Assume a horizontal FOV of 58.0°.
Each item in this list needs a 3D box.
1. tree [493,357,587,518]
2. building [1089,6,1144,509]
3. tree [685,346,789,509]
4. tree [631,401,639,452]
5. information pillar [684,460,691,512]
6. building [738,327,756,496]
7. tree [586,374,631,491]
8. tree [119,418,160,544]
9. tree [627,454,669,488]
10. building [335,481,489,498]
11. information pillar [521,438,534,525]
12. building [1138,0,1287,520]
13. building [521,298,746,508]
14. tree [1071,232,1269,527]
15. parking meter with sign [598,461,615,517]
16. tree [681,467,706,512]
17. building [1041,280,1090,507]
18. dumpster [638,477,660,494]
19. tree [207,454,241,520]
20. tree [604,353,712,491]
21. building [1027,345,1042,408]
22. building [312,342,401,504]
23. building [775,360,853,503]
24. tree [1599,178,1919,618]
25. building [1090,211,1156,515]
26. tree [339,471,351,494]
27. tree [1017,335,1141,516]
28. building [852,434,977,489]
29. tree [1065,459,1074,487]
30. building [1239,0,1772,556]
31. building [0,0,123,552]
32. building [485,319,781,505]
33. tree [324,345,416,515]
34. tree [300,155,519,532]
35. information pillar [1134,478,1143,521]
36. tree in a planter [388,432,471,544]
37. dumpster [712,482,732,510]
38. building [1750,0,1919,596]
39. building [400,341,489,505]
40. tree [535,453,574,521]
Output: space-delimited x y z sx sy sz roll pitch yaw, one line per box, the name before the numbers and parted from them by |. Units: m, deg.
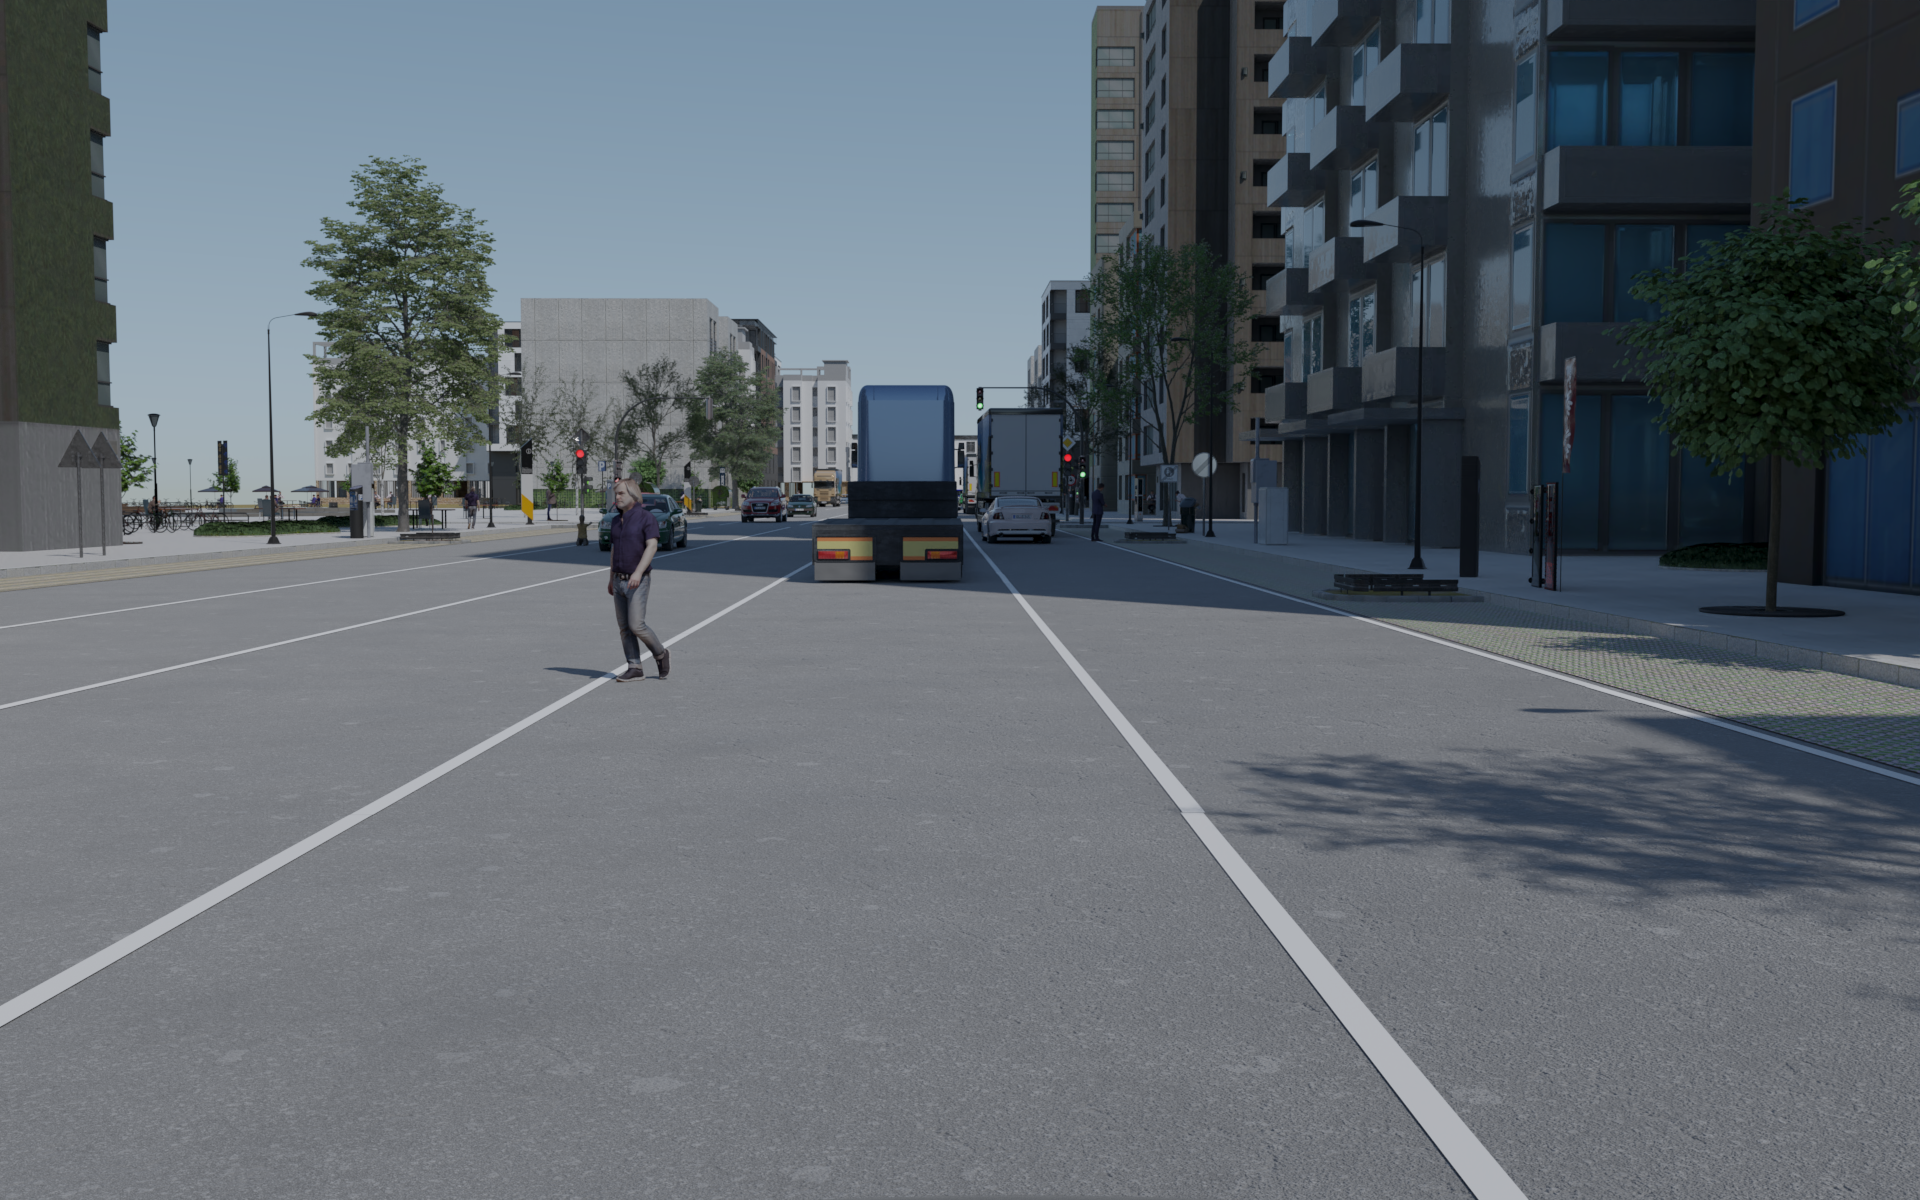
tree | -23.499 -8.793 94.122 4.360 8.622 3.978 0 3 0
building | 18.100 -28.490 149.408 14.154 41.232 14.086 0 4 -1
tree | -19.218 -14.756 147.921 9.857 13.997 8.962 0 3 0
tree | -24.719 -10.675 124.902 4.360 8.622 3.978 0 3 0
information pillar | -18.961 -7.907 120.627 0.504 3.616 0.183 1 4 9
building | -30.892 -20.646 193.979 16.016 20.091 11.380 0 4 -1
tree | -22.807 -9.390 103.884 4.360 8.622 3.978 0 3 0
tree | -21.462 -3.052 44.508 1.663 3.219 1.824 0 3 0
tree | -24.168 -9.181 133.820 4.285 4.588 4.351 0 3 0
building | -73.872 -18.673 247.454 28.070 9.664 9.099 0 4 -1
information pillar | -18.056 -4.949 72.264 0.504 3.616 0.183 -2 4 -27
building | 17.240 -19.538 91.146 14.107 30.474 14.160 0 4 -1
building | -31.412 -18.706 172.302 16.747 18.905 31.486 0 4 -1
tree | 8.216 -8.698 67.966 9.928 11.665 9.643 0 3 0
parking meter with sign | -18.323 -5.847 91.859 0.543 3.016 1.738 3 4 37
tree | -19.225 -7.930 124.264 1.663 3.219 1.824 0 3 0
building | 22.325 -20.688 182.223 27.936 21.610 32.646 0 4 -1
dumpster | -18.448 -6.047 101.355 1.502 2.255 1.985 0 4 -1
tree | -34.868 -5.402 82.920 1.663 3.219 1.824 0 3 0
tree | -19.511 -10.934 113.190 8.767 10.594 7.601 2 4 34
building | 17.517 -21.272 214.248 16.747 18.905 31.486 0 4 -1
building | -74.179 -22.300 221.020 11.380 20.091 16.016 0 4 -1
building | -21.545 -24.109 250.602 11.380 20.091 16.016 0 4 -1
tree | 8.665 -2.132 18.565 4.285 4.588 4.351 0 3 0
building | 24.203 -16.857 120.657 27.650 21.520 28.899 0 4 -1
tree | -49.212 -8.909 140.257 1.663 3.219 1.824 0 3 0
tree | 6.895 -10.289 102.639 8.767 10.594 7.601 0 4 3
building | -1.162 -18.660 247.237 28.070 9.664 9.099 0 4 -1
tree | 6.619 -8.665 125.385 4.285 4.588 4.351 0 3 0
building | 21.143 -26.163 47.378 23.786 49.044 30.456 0 4 -1
building | -27.820 -16.127 35.373 14.160 30.474 14.107 0 4 -1
building | -39.960 -22.726 215.544 32.646 21.610 27.936 0 4 -1
tree | -28.695 -8.246 85.189 4.360 8.622 3.978 0 3 0
tree | -18.597 -8.594 58.641 7.486 12.596 7.792 0 3 0
information pillar | 8.378 -4.687 81.127 0.304 2.012 0.304 -1 4 -22
tree in a planter | -15.355 -3.247 50.311 1.991 3.239 1.994 0 4 -1
dumpster | -18.972 -8.270 137.702 1.502 2.255 1.985 0 4 -1
building | 18.515 -22.451 17.179 14.600 45.320 14.200 0 4 -1
building | -62.488 -22.247 220.160 11.380 20.091 16.016 0 4 -1
tree | -19.043 -5.353 82.130 1.663 3.219 1.824 0 3 0
